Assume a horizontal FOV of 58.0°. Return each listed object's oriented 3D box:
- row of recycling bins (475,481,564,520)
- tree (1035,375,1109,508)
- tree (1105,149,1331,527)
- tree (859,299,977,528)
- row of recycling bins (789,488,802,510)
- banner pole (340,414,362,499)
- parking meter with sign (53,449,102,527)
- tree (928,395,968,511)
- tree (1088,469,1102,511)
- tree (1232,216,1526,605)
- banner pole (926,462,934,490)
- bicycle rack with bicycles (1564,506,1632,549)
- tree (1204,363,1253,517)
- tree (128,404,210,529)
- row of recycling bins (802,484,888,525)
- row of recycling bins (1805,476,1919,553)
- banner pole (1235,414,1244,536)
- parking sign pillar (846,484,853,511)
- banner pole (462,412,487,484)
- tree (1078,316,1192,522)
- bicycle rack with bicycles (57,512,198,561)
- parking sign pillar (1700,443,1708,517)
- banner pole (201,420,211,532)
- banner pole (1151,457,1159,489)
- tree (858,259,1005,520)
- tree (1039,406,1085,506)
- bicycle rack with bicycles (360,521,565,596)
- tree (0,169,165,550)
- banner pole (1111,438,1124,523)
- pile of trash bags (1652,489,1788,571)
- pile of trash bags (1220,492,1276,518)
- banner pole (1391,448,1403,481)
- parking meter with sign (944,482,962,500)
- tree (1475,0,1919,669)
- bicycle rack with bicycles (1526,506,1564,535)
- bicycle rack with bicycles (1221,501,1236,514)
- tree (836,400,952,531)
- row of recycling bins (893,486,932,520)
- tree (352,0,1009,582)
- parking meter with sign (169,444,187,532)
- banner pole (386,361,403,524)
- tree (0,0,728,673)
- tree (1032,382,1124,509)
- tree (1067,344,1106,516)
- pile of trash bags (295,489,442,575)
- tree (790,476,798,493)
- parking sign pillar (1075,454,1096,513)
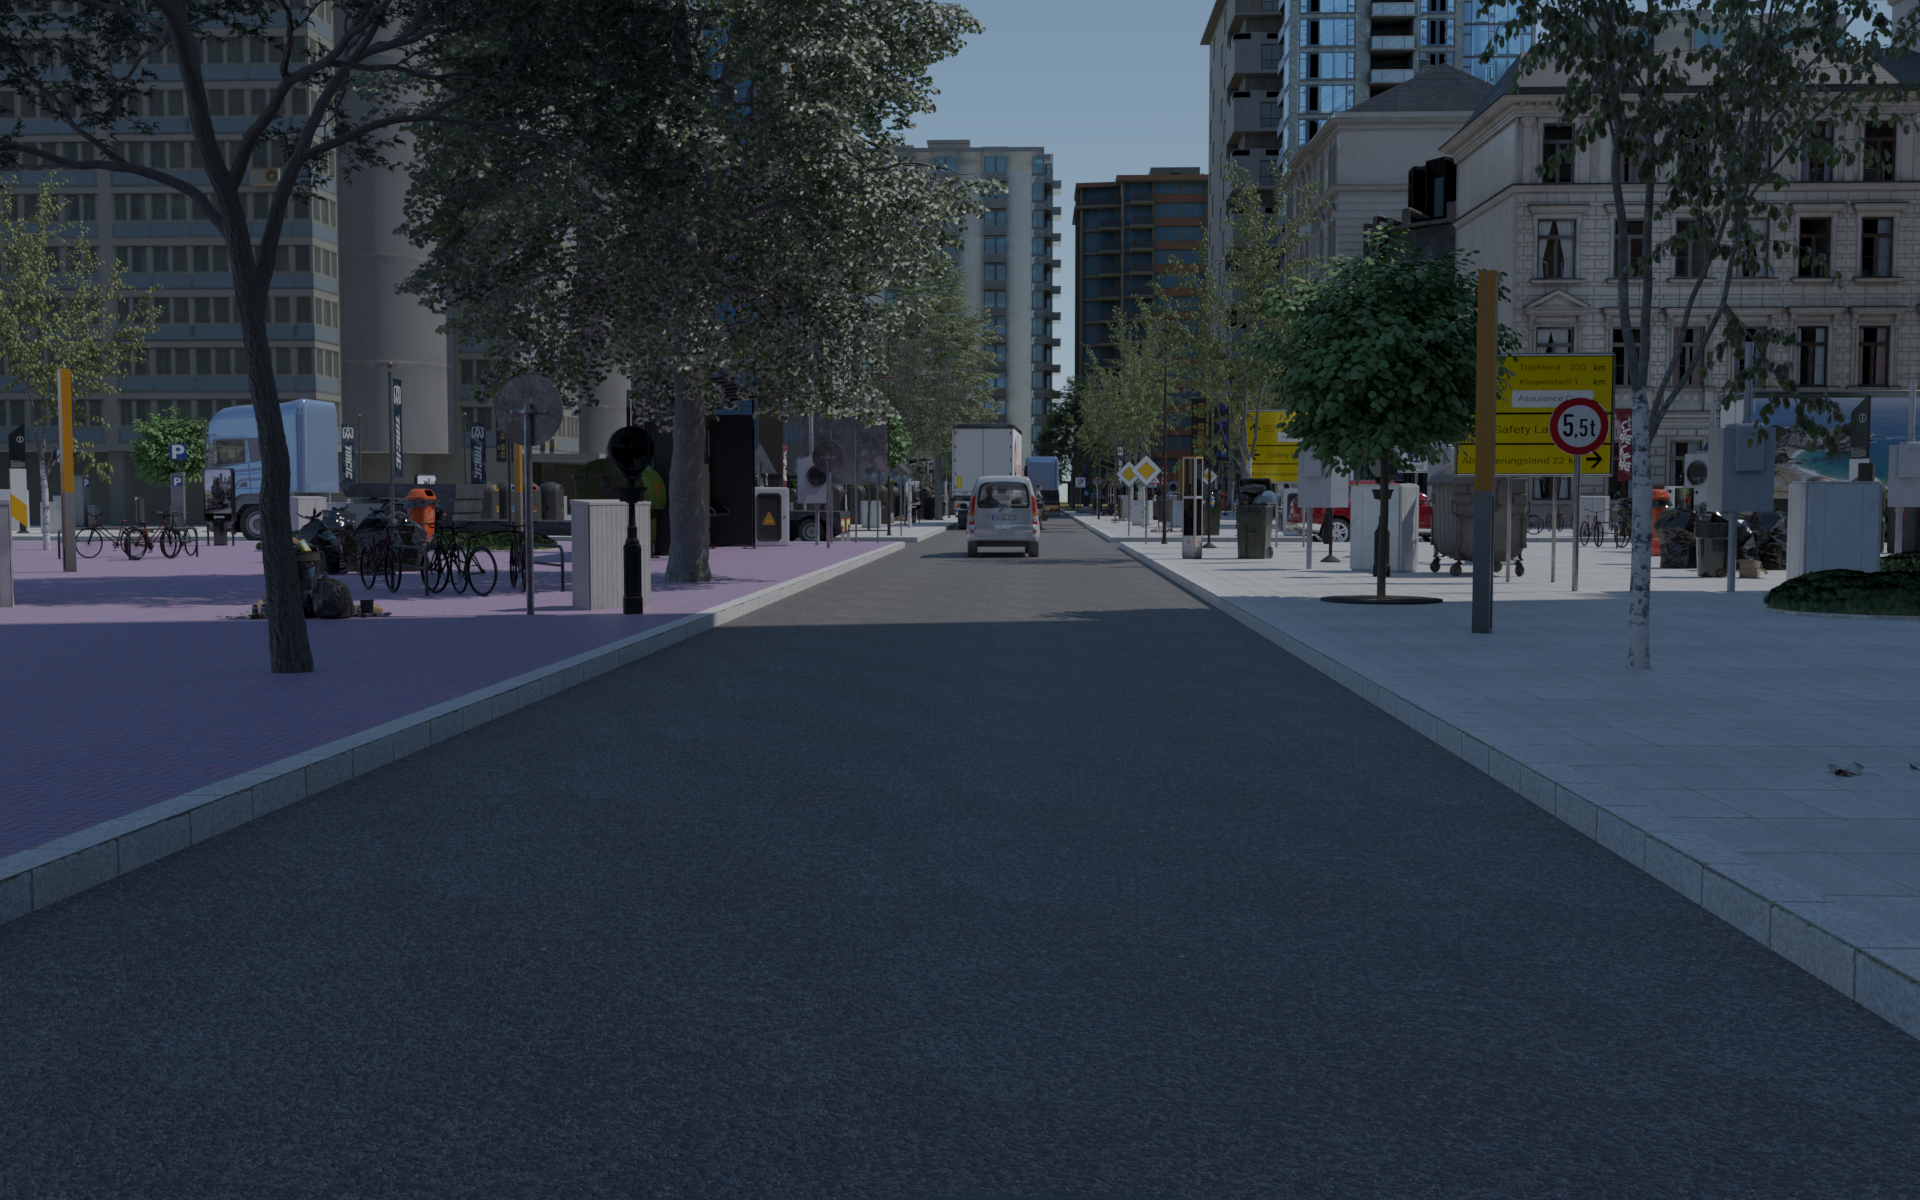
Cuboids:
[{"bbox_3d":[-14.709,-3.086,57.573,1.069,1.692,3.534,3,4,37],"label":"row of recycling bins"},{"bbox_3d":[11.104,-15.080,164.680,7.486,12.596,7.792,0,3,0],"label":"tree"},{"bbox_3d":[6.099,-5.325,37.427,4.737,8.622,4.395,0,3,0],"label":"tree"},{"bbox_3d":[-1.687,-7.068,65.927,4.360,8.622,3.978,0,3,0],"label":"tree"},{"bbox_3d":[-11.167,-6.970,121.075,3.534,1.692,1.069,0,4,8],"label":"row of recycling bins"},{"bbox_3d":[-18.968,-3.924,54.169,0.401,3.779,0.863,3,5,39],"label":"banner pole"},{"bbox_3d":[-33.991,-4.316,66.819,1.738,3.016,0.543,1,4,13],"label":"parking meter with sign"},{"bbox_3d":[-0.266,-10.828,127.403,4.737,8.622,4.395,0,3,0],"label":"tree"},{"bbox_3d":[10.116,-8.402,131.971,1.663,3.219,1.824,0,3,0],"label":"tree"},{"bbox_3d":[4.968,-2.257,20.621,4.285,4.588,4.351,0,3,0],"label":"tree"},{"bbox_3d":[-2.154,-8.095,122.367,0.863,3.779,0.401,3,5,39],"label":"banner pole"},{"bbox_3d":[16.272,-1.710,41.335,2.852,0.926,2.925,0,4,8],"label":"bicycle rack with bicycles"},{"bbox_3d":[15.280,-8.966,96.950,4.360,8.622,3.978,0,3,0],"label":"tree"},{"bbox_3d":[-28.551,-4.842,62.884,4.285,4.588,4.351,0,3,0],"label":"tree"},{"bbox_3d":[-4.758,-4.043,73.213,3.534,1.692,1.069,0,4,2],"label":"row of recycling bins"},{"bbox_3d":[20.206,-1.880,37.846,3.534,1.692,1.069,3,5,43],"label":"row of recycling bins"},{"bbox_3d":[8.529,-3.814,52.369,0.401,3.779,0.863,1,4,9],"label":"banner pole"},{"bbox_3d":[-6.935,-7.595,112.656,1.447,3.967,1.447,-2,4,-27],"label":"parking sign pillar"},{"bbox_3d":[-14.953,-3.864,53.193,0.863,3.779,0.401,0,4,-5],"label":"banner pole"},{"bbox_3d":[7.593,-7.474,72.562,4.360,8.622,3.978,0,3,0],"label":"tree"},{"bbox_3d":[-16.459,-1.308,34.768,2.852,0.926,2.925,1,4,20],"label":"bicycle rack with bicycles"},{"bbox_3d":[27.483,-4.553,62.910,1.447,3.967,1.447,-2,4,-32],"label":"parking sign pillar"},{"bbox_3d":[-25.488,-4.218,58.988,0.401,3.779,0.863,1,4,22],"label":"banner pole"},{"bbox_3d":[12.692,-7.487,112.435,0.863,3.779,0.401,-2,4,-32],"label":"banner pole"},{"bbox_3d":[-1.456,-10.166,84.339,7.486,12.596,7.792,0,3,0],"label":"tree"},{"bbox_3d":[11.994,-15.844,184.807,9.928,11.665,9.643,0,3,0],"label":"tree"},{"bbox_3d":[-6.453,-0.575,22.787,2.852,0.926,2.925,-2,4,-30],"label":"bicycle rack with bicycles"},{"bbox_3d":[-20.623,-5.435,39.222,4.737,8.622,4.395,0,3,0],"label":"tree"},{"bbox_3d":[6.983,-5.286,76.437,0.401,3.779,0.863,3,4,38],"label":"banner pole"},{"bbox_3d":[13.017,-1.262,30.382,1.912,1.369,3.447,-1,4,-13],"label":"pile of trash bags"},{"bbox_3d":[15.378,-5.070,92.654,3.447,1.369,1.912,1,4,19],"label":"pile of trash bags"},{"bbox_3d":[9.734,-2.993,38.959,0.401,3.779,0.863,-1,4,-21],"label":"banner pole"},{"bbox_3d":[-0.681,-7.017,110.989,1.738,3.016,0.543,1,4,13],"label":"parking meter with sign"},{"bbox_3d":[5.111,-3.787,12.287,4.360,8.622,3.978,0,3,0],"label":"tree"},{"bbox_3d":[17.396,-2.578,55.527,2.852,0.926,2.925,-3,5,-43],"label":"bicycle rack with bicycles"},{"bbox_3d":[17.900,-5.789,108.031,2.852,0.926,2.925,-1,4,-19],"label":"bicycle rack with bicycles"},{"bbox_3d":[-3.203,-4.675,60.153,4.285,4.588,4.351,0,3,0],"label":"tree"},{"bbox_3d":[-3.075,-4.943,87.923,3.534,1.692,1.069,1,4,19],"label":"row of recycling bins"},{"bbox_3d":[-3.958,-7.253,25.239,9.857,13.997,8.962,0,3,0],"label":"tree"},{"bbox_3d":[-26.890,-3.868,59.505,0.543,3.016,1.738,-1,4,-21],"label":"parking meter with sign"},{"bbox_3d":[-10.745,-2.628,32.982,0.401,3.779,0.863,0,4,2],"label":"banner pole"},{"bbox_3d":[-5.096,-4.771,12.416,7.601,10.594,8.767,3,4,36],"label":"tree"},{"bbox_3d":[9.654,-12.834,144.249,8.767,10.594,7.601,-2,4,-34],"label":"tree"},{"bbox_3d":[6.810,-7.088,66.248,4.737,8.622,4.395,0,3,0],"label":"tree"},{"bbox_3d":[-9.677,-1.172,28.908,1.912,1.369,3.447,1,4,10],"label":"pile of trash bags"},{"bbox_3d":[-10.869,-7.554,118.115,1.663,3.219,1.824,0,3,0],"label":"tree"},{"bbox_3d":[8.419,-7.761,115.368,1.447,3.967,1.447,0,4,4],"label":"parking sign pillar"}]
